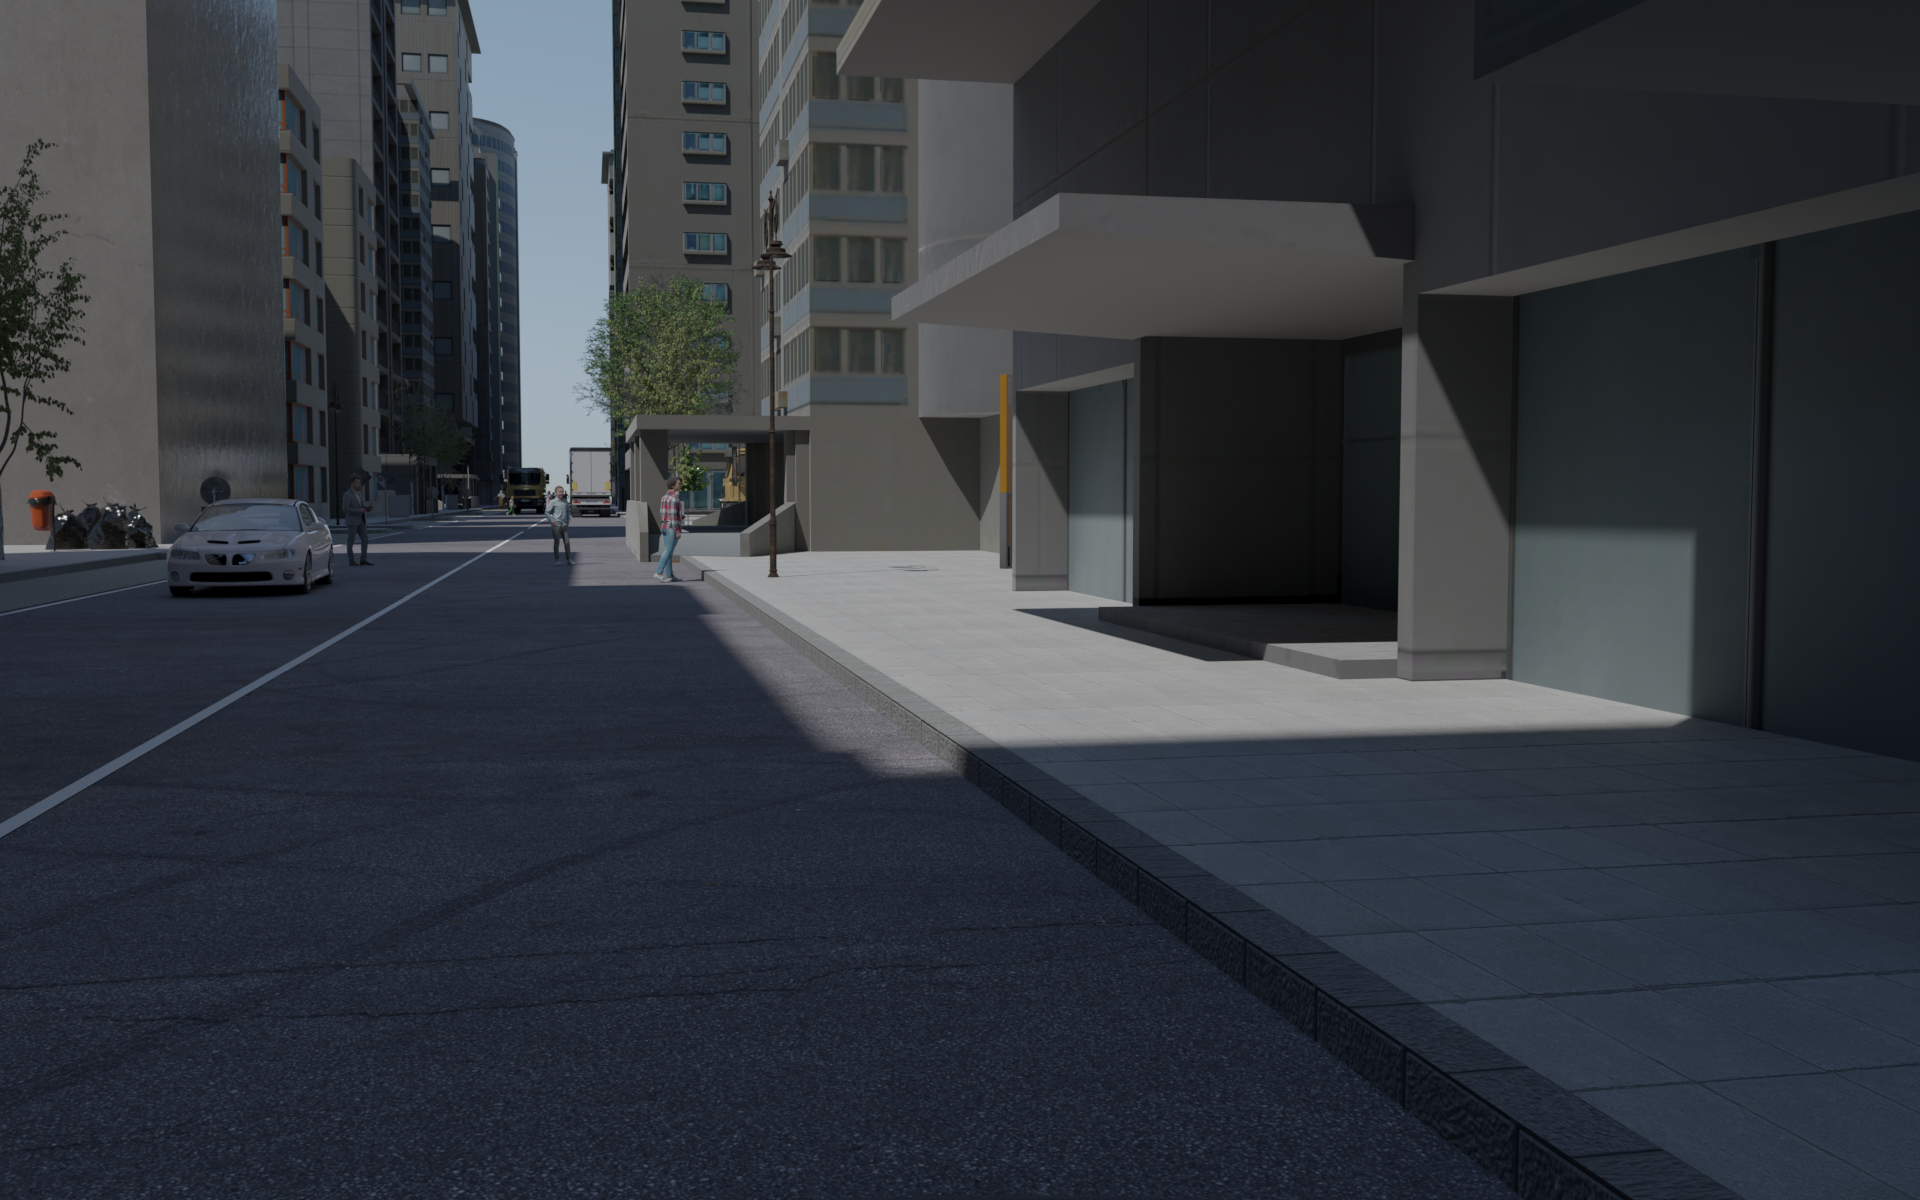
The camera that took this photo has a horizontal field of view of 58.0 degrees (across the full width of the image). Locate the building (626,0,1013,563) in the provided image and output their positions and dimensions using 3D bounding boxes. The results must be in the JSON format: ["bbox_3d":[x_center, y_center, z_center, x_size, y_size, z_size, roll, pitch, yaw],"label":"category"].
[{"bbox_3d":[7.593,-21.610,45.202,32.217,40.220,23.993,-1,4,-12],"label":"building"}]

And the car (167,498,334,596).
[{"bbox_3d":[-10.579,-0.837,26.049,2.083,1.381,4.827,-1,4,-14],"label":"car"}]

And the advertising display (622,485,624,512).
[{"bbox_3d":[-24.440,-7.366,125.652,0.123,1.923,0.974,-1,4,-8],"label":"advertising display"}]

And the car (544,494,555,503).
[{"bbox_3d":[-39.056,-9.422,163.829,2.009,1.686,4.222,-1,4,-12],"label":"car"}]

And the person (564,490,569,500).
[{"bbox_3d":[-42.737,-10.958,187.643,1.348,1.826,0.705,3,4,38],"label":"person"}]

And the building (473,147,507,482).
[{"bbox_3d":[-74.705,-37.796,237.570,23.786,49.044,30.456,-1,4,-12],"label":"building"}]

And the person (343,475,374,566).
[{"bbox_3d":[-12.000,-1.584,34.594,0.583,1.804,0.606,1,4,11],"label":"person"}]

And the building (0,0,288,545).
[{"bbox_3d":[-38.968,-14.960,49.105,34.151,26.468,19.350,-1,4,-12],"label":"building"}]

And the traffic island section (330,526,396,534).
[{"bbox_3d":[-21.943,-2.517,63.427,2.009,0.180,2.903,-1,4,-12],"label":"traffic island section"}]

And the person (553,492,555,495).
[{"bbox_3d":[-63.182,-15.876,268.792,1.217,1.743,0.721,2,4,27],"label":"person"}]

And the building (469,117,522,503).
[{"bbox_3d":[-79.171,-44.333,266.839,21.231,58.520,28.212,-1,4,-12],"label":"building"}]

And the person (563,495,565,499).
[{"bbox_3d":[-40.688,-10.177,178.115,0.599,1.433,0.991,-3,4,-39],"label":"person"}]

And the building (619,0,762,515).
[{"bbox_3d":[-11.736,-30.128,116.292,21.300,48.544,21.600,-1,4,-12],"label":"building"}]

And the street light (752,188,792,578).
[{"bbox_3d":[-2.876,-3.286,26.514,0.468,5.910,1.993,-1,4,-12],"label":"street light"}]

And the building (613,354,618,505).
[{"bbox_3d":[-25.007,-21.503,196.605,27.650,21.520,28.899,-1,4,-12],"label":"building"}]

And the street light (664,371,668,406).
[{"bbox_3d":[-11.042,-5.655,65.245,0.468,5.910,1.993,-1,4,-12],"label":"street light"}]

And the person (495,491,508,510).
[{"bbox_3d":[-41.404,-8.999,156.369,1.217,1.736,0.721,-1,4,-9],"label":"person"}]

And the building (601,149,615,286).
[{"bbox_3d":[-39.163,-41.121,261.568,28.713,52.752,27.495,-1,4,-12],"label":"building"}]

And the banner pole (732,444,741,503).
[{"bbox_3d":[-8.197,-4.498,63.557,0.401,3.779,0.863,1,4,18],"label":"banner pole"}]

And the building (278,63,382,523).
[{"bbox_3d":[-43.459,-14.442,81.166,27.650,21.520,28.899,-1,4,-12],"label":"building"}]

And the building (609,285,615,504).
[{"bbox_3d":[-41.450,-28.663,240.336,14.160,30.474,14.107,-1,4,-12],"label":"building"}]

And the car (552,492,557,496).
[{"bbox_3d":[-69.031,-17.612,296.622,2.281,1.827,5.304,-1,4,-13],"label":"car"}]

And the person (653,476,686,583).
[{"bbox_3d":[-4.736,-1.153,28.189,0.643,1.720,0.563,-2,4,-27],"label":"person"}]

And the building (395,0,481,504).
[{"bbox_3d":[-64.364,-36.004,177.901,28.713,52.752,27.495,-1,4,-12],"label":"building"}]

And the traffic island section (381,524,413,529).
[{"bbox_3d":[-23.617,-2.994,71.235,2.009,0.180,2.903,-1,4,-12],"label":"traffic island section"}]

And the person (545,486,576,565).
[{"bbox_3d":[-8.060,-1.503,34.891,0.589,1.601,0.330,-2,4,-34],"label":"person"}]

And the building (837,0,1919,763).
[{"bbox_3d":[14.086,-25.842,11.763,28.713,52.752,27.495,-1,4,-12],"label":"building"}]

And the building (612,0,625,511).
[{"bbox_3d":[-20.957,-27.971,140.925,14.154,41.232,14.086,-1,4,-12],"label":"building"}]

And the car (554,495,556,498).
[{"bbox_3d":[-44.752,-10.781,188.844,1.945,1.354,3.894,-1,4,-11],"label":"car"}]

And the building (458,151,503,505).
[{"bbox_3d":[-60.804,-31.620,200.584,14.154,41.232,14.086,-1,4,-12],"label":"building"}]

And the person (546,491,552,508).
[{"bbox_3d":[-37.105,-9.008,156.443,0.621,1.740,0.551,1,4,18],"label":"person"}]

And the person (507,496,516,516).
[{"bbox_3d":[-29.560,-6.198,114.088,0.590,1.304,0.306,0,4,-2],"label":"person"}]

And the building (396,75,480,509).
[{"bbox_3d":[-59.658,-28.149,152.124,32.217,40.220,23.993,-1,4,-12],"label":"building"}]

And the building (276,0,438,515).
[{"bbox_3d":[-45.611,-41.246,112.624,20.563,71.187,20.611,-1,4,-12],"label":"building"}]
